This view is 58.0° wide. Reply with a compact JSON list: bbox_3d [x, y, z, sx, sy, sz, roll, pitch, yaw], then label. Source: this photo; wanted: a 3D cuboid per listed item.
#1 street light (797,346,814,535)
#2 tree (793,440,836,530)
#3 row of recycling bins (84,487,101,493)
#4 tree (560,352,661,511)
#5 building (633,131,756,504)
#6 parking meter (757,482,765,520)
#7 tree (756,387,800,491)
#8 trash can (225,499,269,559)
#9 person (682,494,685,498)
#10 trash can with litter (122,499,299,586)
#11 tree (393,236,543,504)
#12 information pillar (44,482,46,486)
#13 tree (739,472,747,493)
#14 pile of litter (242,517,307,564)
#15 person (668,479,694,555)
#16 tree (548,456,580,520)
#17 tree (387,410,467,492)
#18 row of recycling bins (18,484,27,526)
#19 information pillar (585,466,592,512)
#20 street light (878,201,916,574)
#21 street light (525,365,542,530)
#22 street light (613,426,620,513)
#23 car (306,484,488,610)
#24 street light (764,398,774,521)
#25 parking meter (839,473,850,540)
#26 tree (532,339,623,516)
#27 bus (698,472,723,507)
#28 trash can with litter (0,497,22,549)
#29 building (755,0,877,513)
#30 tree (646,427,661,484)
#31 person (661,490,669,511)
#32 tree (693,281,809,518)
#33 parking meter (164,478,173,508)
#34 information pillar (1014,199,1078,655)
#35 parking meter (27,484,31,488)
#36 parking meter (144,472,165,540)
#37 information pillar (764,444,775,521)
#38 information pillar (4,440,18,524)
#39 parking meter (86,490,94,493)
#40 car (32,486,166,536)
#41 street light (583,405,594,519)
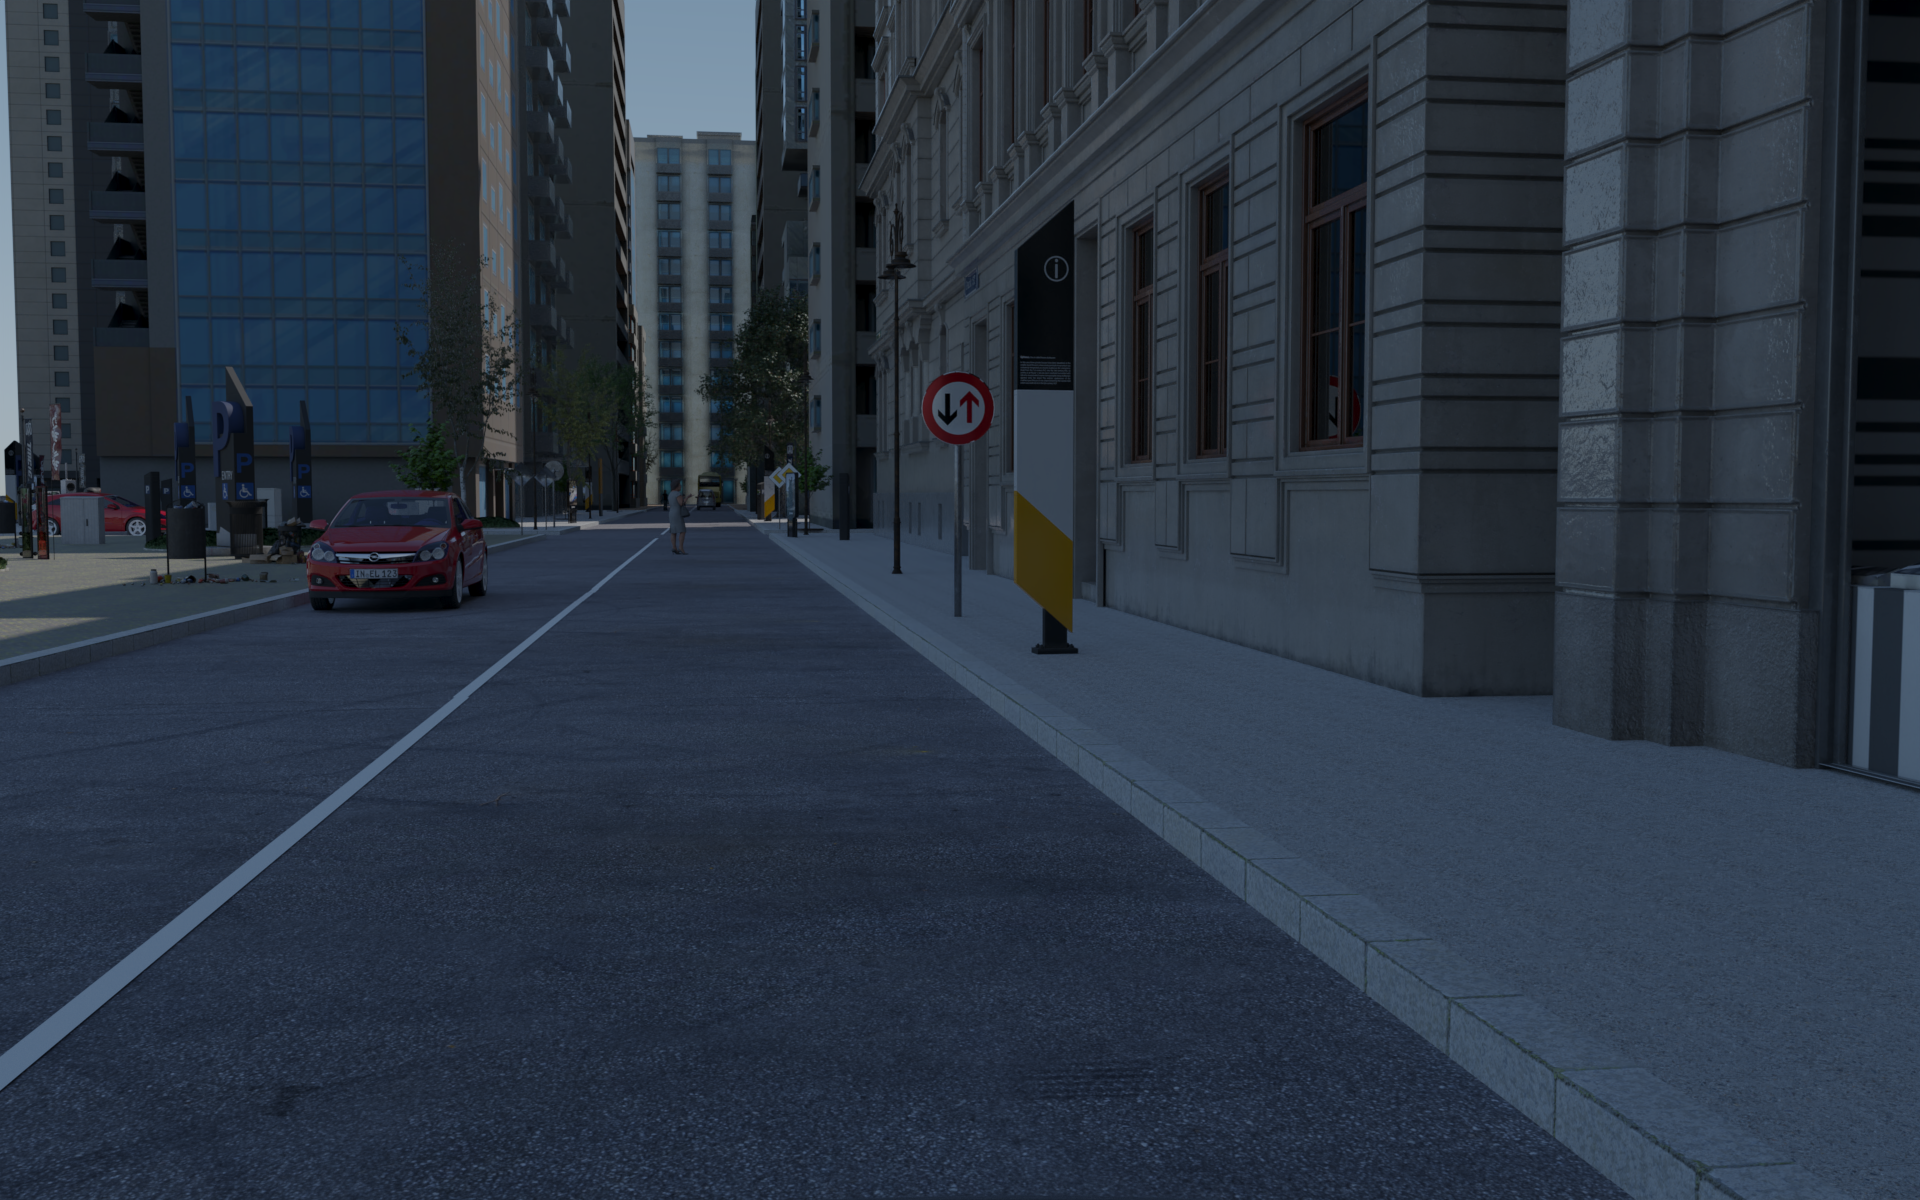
[{"bbox_3d":[-4.827,-4.977,54.160,0.468,5.910,1.993,-1,4,-8],"label":"street light"},{"bbox_3d":[-5.351,-4.103,61.682,1.663,3.219,1.824,0,3,0],"label":"tree"},{"bbox_3d":[-54.474,-6.228,108.943,1.069,1.692,3.534,-1,4,-19],"label":"row of recycling bins"},{"bbox_3d":[-25.683,-12.360,127.848,9.928,11.665,9.643,0,3,0],"label":"tree"},{"bbox_3d":[-32.103,-37.431,231.610,30.456,49.044,23.786,-1,4,-8],"label":"building"},{"bbox_3d":[-9.861,-4.902,85.860,0.255,1.863,0.399,2,4,34],"label":"parking meter"},{"bbox_3d":[-10.904,-9.290,102.251,4.360,8.622,3.978,0,3,0],"label":"tree"},{"bbox_3d":[-14.079,-1.377,34.164,0.748,1.137,0.748,0,3,0],"label":"trash can"},{"bbox_3d":[-22.514,-7.835,139.790,0.799,1.438,0.628,0,4,0],"label":"person"},{"bbox_3d":[-10.787,-0.855,25.040,2.233,1.210,1.678,-1,4,-14],"label":"trash can with litter"},{"bbox_3d":[-14.184,-6.066,49.534,4.360,8.622,3.978,0,3,0],"label":"tree"},{"bbox_3d":[-53.634,-5.919,101.268,0.304,2.012,0.304,0,4,1],"label":"information pillar"},{"bbox_3d":[-17.908,-9.243,145.720,1.663,3.219,1.824,0,3,0],"label":"tree"},{"bbox_3d":[-12.615,-1.111,32.135,1.176,0.858,1.719,-3,5,-42],"label":"pile of litter"},{"bbox_3d":[-6.583,-1.968,41.030,0.532,1.782,0.716,-3,4,-38],"label":"person"},{"bbox_3d":[-19.880,-5.663,87.188,1.663,3.219,1.824,0,3,0],"label":"tree"},{"bbox_3d":[-12.183,-2.780,40.051,1.663,3.219,1.824,0,3,0],"label":"tree"},{"bbox_3d":[-38.202,-3.932,71.403,1.069,1.692,3.534,-2,4,-25],"label":"row of recycling bins"},{"bbox_3d":[-26.275,-8.019,122.458,0.504,3.616,0.183,-1,4,-22],"label":"information pillar"},{"bbox_3d":[-1.012,-3.358,27.690,0.468,5.910,1.993,-1,4,-8],"label":"street light"},{"bbox_3d":[-15.306,-5.473,62.275,0.468,5.910,1.993,-1,4,-8],"label":"street light"},{"bbox_3d":[-23.234,-8.840,117.319,0.468,5.910,1.993,-1,4,-8],"label":"street light"},{"bbox_3d":[-7.337,-0.843,22.822,2.155,1.783,4.494,-1,4,-9],"label":"car"},{"bbox_3d":[-9.177,-6.782,83.681,0.468,5.910,1.993,-1,4,-8],"label":"street light"},{"bbox_3d":[-3.213,-2.598,48.194,0.255,1.863,0.399,0,4,4],"label":"parking meter"},{"bbox_3d":[-18.463,-8.115,83.048,4.737,8.622,4.395,0,3,0],"label":"tree"},{"bbox_3d":[-27.866,-12.324,193.045,2.896,3.916,12.252,0,4,-8],"label":"bus"},{"bbox_3d":[-23.007,-1.821,40.831,1.678,1.210,2.233,3,5,41],"label":"trash can with litter"},{"bbox_3d":[-6.557,-32.158,149.488,21.300,48.544,21.600,-1,4,-8],"label":"building"},{"bbox_3d":[-34.705,-14.644,189.786,4.360,8.622,3.978,0,3,0],"label":"tree"},{"bbox_3d":[-25.615,-8.698,150.721,0.705,1.822,1.348,2,4,34],"label":"person"},{"bbox_3d":[-9.529,-10.785,93.338,9.611,12.733,9.660,0,3,0],"label":"tree"},{"bbox_3d":[-29.478,-3.587,64.350,0.399,1.863,0.255,-1,4,-18],"label":"parking meter"},{"bbox_3d":[0.684,-1.375,13.831,0.504,3.616,0.183,-1,4,-13],"label":"information pillar"},{"bbox_3d":[-35.817,-3.744,66.927,0.399,1.863,0.255,0,4,-7],"label":"parking meter"},{"bbox_3d":[-20.990,-2.405,45.025,0.399,1.863,0.255,3,5,39],"label":"parking meter"},{"bbox_3d":[-8.960,-5.499,81.262,0.504,3.616,0.183,-1,4,-14],"label":"information pillar"},{"bbox_3d":[-41.304,-5.139,75.383,0.504,3.616,0.183,0,4,6],"label":"information pillar"},{"bbox_3d":[-48.869,-5.439,97.346,0.372,1.533,0.369,0,3,0],"label":"parking meter"},{"bbox_3d":[-27.940,-2.907,56.574,4.494,1.783,2.155,0,4,-6],"label":"car"},{"bbox_3d":[-19.289,-7.179,90.158,0.468,5.910,1.993,-1,4,-8],"label":"street light"}]
